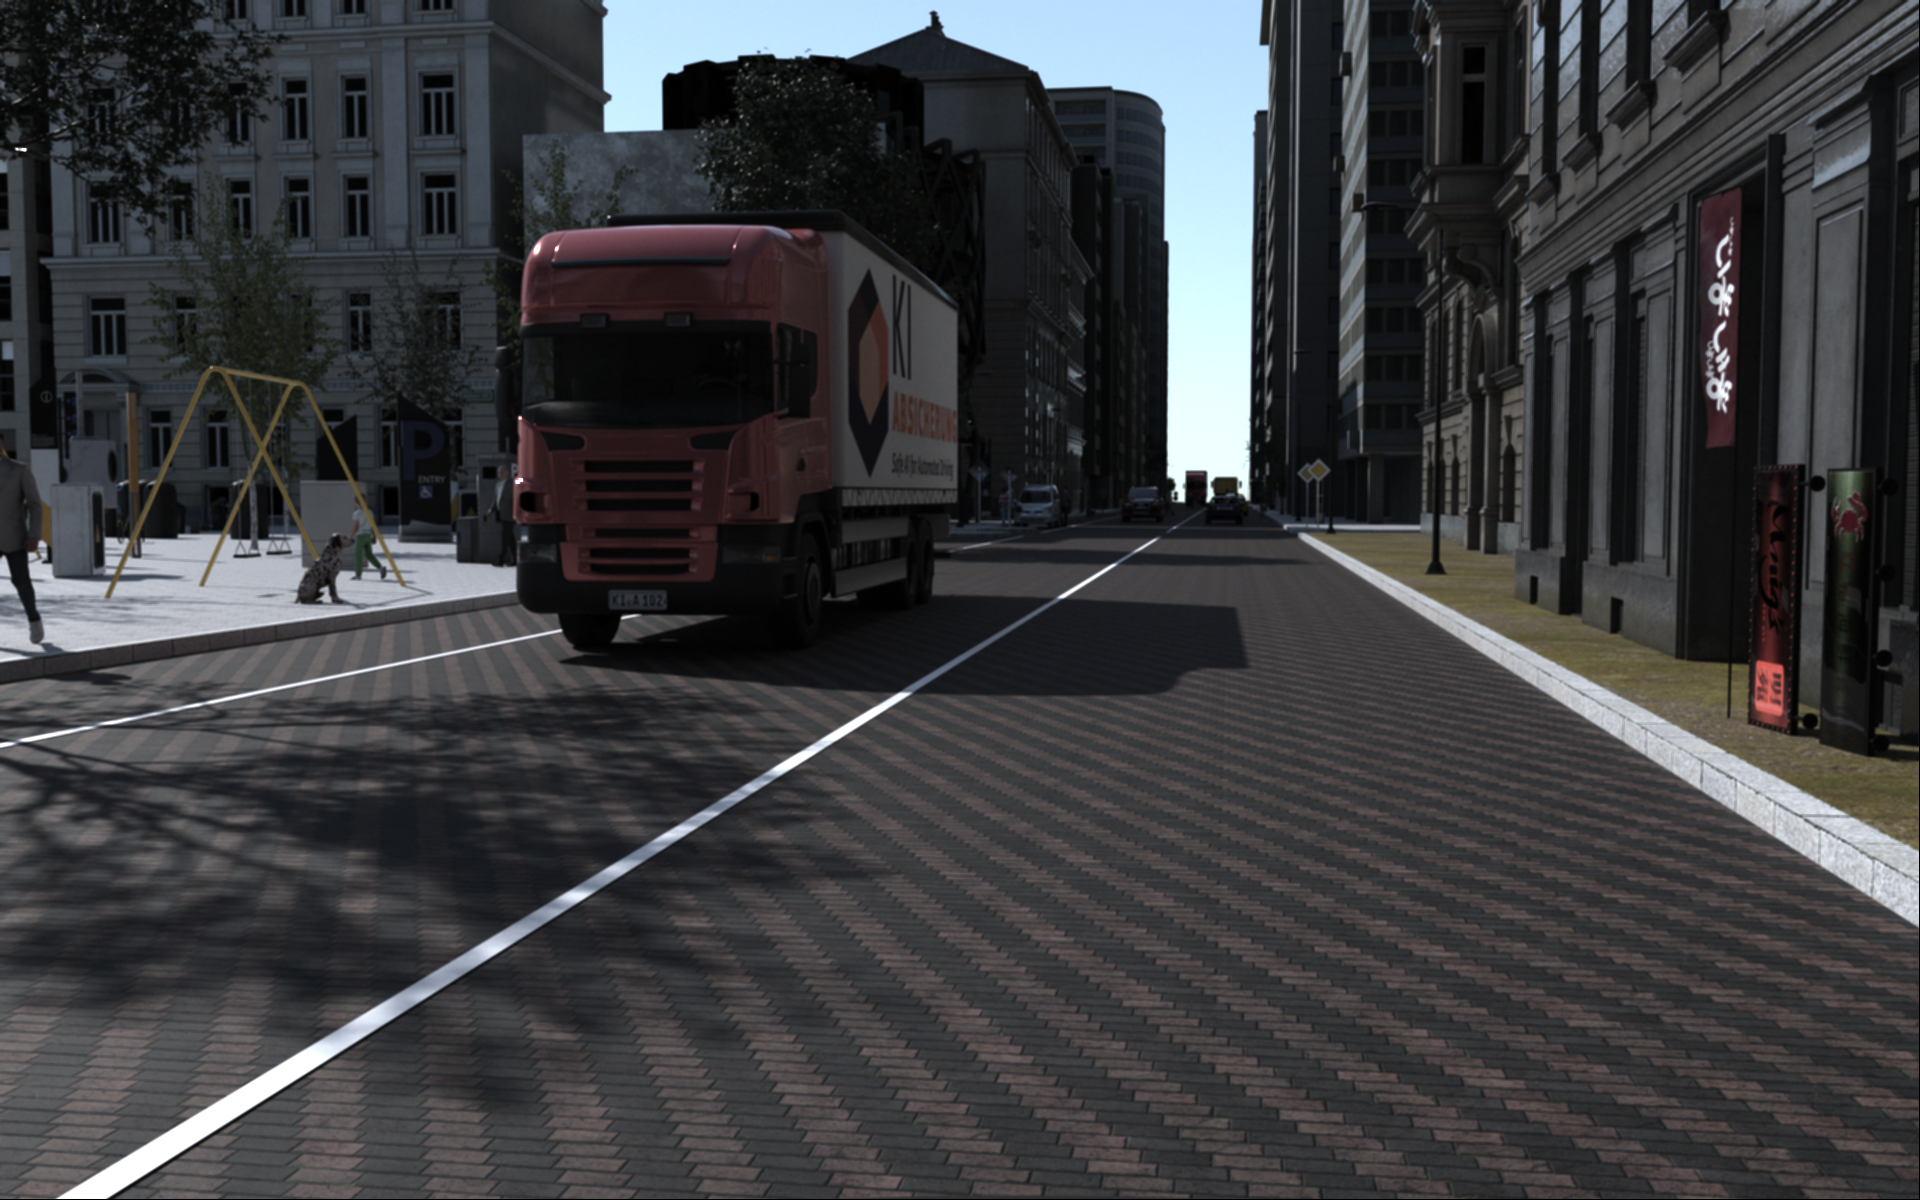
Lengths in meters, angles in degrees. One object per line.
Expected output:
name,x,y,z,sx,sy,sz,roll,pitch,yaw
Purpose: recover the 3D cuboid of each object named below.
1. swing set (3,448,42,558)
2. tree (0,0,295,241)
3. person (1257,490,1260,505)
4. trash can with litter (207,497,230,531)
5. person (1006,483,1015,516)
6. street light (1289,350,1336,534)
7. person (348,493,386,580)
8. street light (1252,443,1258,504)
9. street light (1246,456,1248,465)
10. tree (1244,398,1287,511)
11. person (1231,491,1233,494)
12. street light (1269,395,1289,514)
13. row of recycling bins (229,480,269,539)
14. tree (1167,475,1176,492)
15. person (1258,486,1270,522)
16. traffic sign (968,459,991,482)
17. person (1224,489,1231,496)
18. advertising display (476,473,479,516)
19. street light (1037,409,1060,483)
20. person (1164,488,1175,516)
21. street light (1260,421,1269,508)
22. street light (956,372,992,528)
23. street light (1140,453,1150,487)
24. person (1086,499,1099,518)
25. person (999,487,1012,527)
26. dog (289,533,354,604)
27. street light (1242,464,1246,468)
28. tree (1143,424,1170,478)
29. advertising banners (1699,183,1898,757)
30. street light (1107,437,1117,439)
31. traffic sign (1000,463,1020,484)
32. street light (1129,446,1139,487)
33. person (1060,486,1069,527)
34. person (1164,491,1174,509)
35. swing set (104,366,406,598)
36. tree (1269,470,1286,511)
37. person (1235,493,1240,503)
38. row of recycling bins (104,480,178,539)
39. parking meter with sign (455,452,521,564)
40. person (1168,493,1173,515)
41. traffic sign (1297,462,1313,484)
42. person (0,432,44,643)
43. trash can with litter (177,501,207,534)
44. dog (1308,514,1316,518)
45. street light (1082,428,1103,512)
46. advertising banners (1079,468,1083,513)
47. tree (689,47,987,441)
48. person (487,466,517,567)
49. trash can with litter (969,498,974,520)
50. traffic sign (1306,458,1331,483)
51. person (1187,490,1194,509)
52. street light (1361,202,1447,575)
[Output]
swing set,-20.351,-2.331,35.728,2.862,2.851,3.119,-1,4,-20
tree,-9.092,-4.815,13.140,7.601,10.594,8.767,2,4,33
person,36.265,-12.505,210.514,0.705,1.823,1.348,1,4,16
trash can with litter,-25.971,-2.986,60.216,0.624,1.170,1.055,3,4,38
person,2.229,-4.516,79.978,0.616,1.811,0.778,-1,4,-11
street light,11.457,-5.100,55.928,1.470,5.913,1.316,1,4,9
person,-8.865,-0.952,25.855,0.590,1.304,0.306,1,4,13
street light,24.199,-10.110,137.846,1.470,5.913,1.316,1,4,9
street light,31.651,-13.005,185.172,1.470,5.913,1.316,1,4,9
tree,23.248,-10.849,127.749,4.360,8.622,3.978,0,3,0
person,27.134,-10.050,173.363,0.990,1.755,0.434,-2,4,-28
street light,15.418,-6.667,81.551,1.470,5.913,1.316,1,4,9
row of recycling bins,-20.743,-2.658,50.569,1.069,1.692,3.534,-1,4,-20
tree,35.749,-19.257,298.568,4.285,4.588,4.351,0,3,0
person,15.662,-4.943,89.293,0.580,1.828,0.573,1,4,16
traffic sign,0.636,-3.393,57.668,0.795,2.593,0.064,1,4,9
person,18.317,-6.721,118.572,0.511,1.800,0.466,-1,4,-23
advertising display,-14.695,-2.922,52.990,0.123,1.923,0.974,-1,4,-19
street light,4.756,-7.441,94.200,1.470,5.913,1.316,1,4,9
person,13.606,-6.398,112.965,0.748,1.841,0.638,2,4,24
street light,19.830,-8.371,109.411,1.470,5.913,1.316,1,4,9
street light,0.530,-5.735,66.312,1.470,5.913,1.316,1,4,9
street light,20.810,-13.729,197.006,1.470,5.913,1.316,1,4,9
person,8.059,-5.607,105.665,1.012,1.151,0.738,-2,4,-31
person,1.777,-3.563,67.593,0.563,1.720,0.643,-1,4,-14
dog,-7.622,-0.369,20.415,0.800,0.831,0.513,1,4,14
street light,35.928,-14.753,213.750,1.470,5.913,1.316,1,4,9
tree,22.383,-17.286,217.034,8.767,10.594,7.601,1,4,22
advertising banners,4.418,-0.802,9.305,0.090,3.025,2.074,0,4,-1
street light,12.139,-10.319,141.263,1.470,5.913,1.316,1,4,9
traffic sign,1.863,-3.876,65.559,0.795,2.593,0.064,1,4,9
street light,16.520,-12.024,169.128,1.470,5.913,1.316,1,4,9
person,4.531,-4.105,75.803,0.473,1.802,0.592,3,5,41
person,19.419,-9.433,162.811,1.350,1.814,0.705,1,4,13
swing set,-9.147,-1.540,22.806,2.862,2.851,3.119,0,4,-1
tree,25.950,-8.867,139.580,1.663,3.219,1.824,0,3,0
person,15.578,-5.313,97.955,0.503,1.515,0.523,0,4,6
row of recycling bins,-24.302,-2.693,51.138,3.534,1.692,1.069,3,4,36
parking meter with sign,-8.534,-2.191,32.091,1.738,3.016,0.543,1,4,18
person,14.116,-6.438,116.349,0.503,1.515,0.523,-2,4,-34
traffic sign,12.823,-3.771,63.840,0.795,2.593,0.064,1,4,9
person,-8.045,-0.530,14.557,0.661,1.843,0.795,-1,4,-10
trash can with litter,-25.100,-2.735,56.112,1.055,1.170,0.624,-1,4,-19
dog,19.276,-4.676,94.181,0.748,0.427,0.550,1,4,17
street light,9.188,-9.155,122.233,1.470,5.913,1.316,1,4,9
advertising banners,8.158,-7.344,116.268,0.090,3.025,2.074,1,4,10
tree,-4.093,-7.823,44.909,9.611,12.733,9.660,0,3,0
person,-8.023,-1.466,30.418,0.661,1.777,0.834,2,4,30
trash can with litter,0.469,-4.596,86.529,0.624,1.170,1.055,-1,4,-17
traffic sign,11.596,-3.288,55.950,0.795,2.593,0.064,1,4,9
person,22.090,-9.636,165.924,0.709,1.838,0.599,0,4,-6
street light,7.086,-3.371,27.658,1.470,5.913,1.316,1,4,9
